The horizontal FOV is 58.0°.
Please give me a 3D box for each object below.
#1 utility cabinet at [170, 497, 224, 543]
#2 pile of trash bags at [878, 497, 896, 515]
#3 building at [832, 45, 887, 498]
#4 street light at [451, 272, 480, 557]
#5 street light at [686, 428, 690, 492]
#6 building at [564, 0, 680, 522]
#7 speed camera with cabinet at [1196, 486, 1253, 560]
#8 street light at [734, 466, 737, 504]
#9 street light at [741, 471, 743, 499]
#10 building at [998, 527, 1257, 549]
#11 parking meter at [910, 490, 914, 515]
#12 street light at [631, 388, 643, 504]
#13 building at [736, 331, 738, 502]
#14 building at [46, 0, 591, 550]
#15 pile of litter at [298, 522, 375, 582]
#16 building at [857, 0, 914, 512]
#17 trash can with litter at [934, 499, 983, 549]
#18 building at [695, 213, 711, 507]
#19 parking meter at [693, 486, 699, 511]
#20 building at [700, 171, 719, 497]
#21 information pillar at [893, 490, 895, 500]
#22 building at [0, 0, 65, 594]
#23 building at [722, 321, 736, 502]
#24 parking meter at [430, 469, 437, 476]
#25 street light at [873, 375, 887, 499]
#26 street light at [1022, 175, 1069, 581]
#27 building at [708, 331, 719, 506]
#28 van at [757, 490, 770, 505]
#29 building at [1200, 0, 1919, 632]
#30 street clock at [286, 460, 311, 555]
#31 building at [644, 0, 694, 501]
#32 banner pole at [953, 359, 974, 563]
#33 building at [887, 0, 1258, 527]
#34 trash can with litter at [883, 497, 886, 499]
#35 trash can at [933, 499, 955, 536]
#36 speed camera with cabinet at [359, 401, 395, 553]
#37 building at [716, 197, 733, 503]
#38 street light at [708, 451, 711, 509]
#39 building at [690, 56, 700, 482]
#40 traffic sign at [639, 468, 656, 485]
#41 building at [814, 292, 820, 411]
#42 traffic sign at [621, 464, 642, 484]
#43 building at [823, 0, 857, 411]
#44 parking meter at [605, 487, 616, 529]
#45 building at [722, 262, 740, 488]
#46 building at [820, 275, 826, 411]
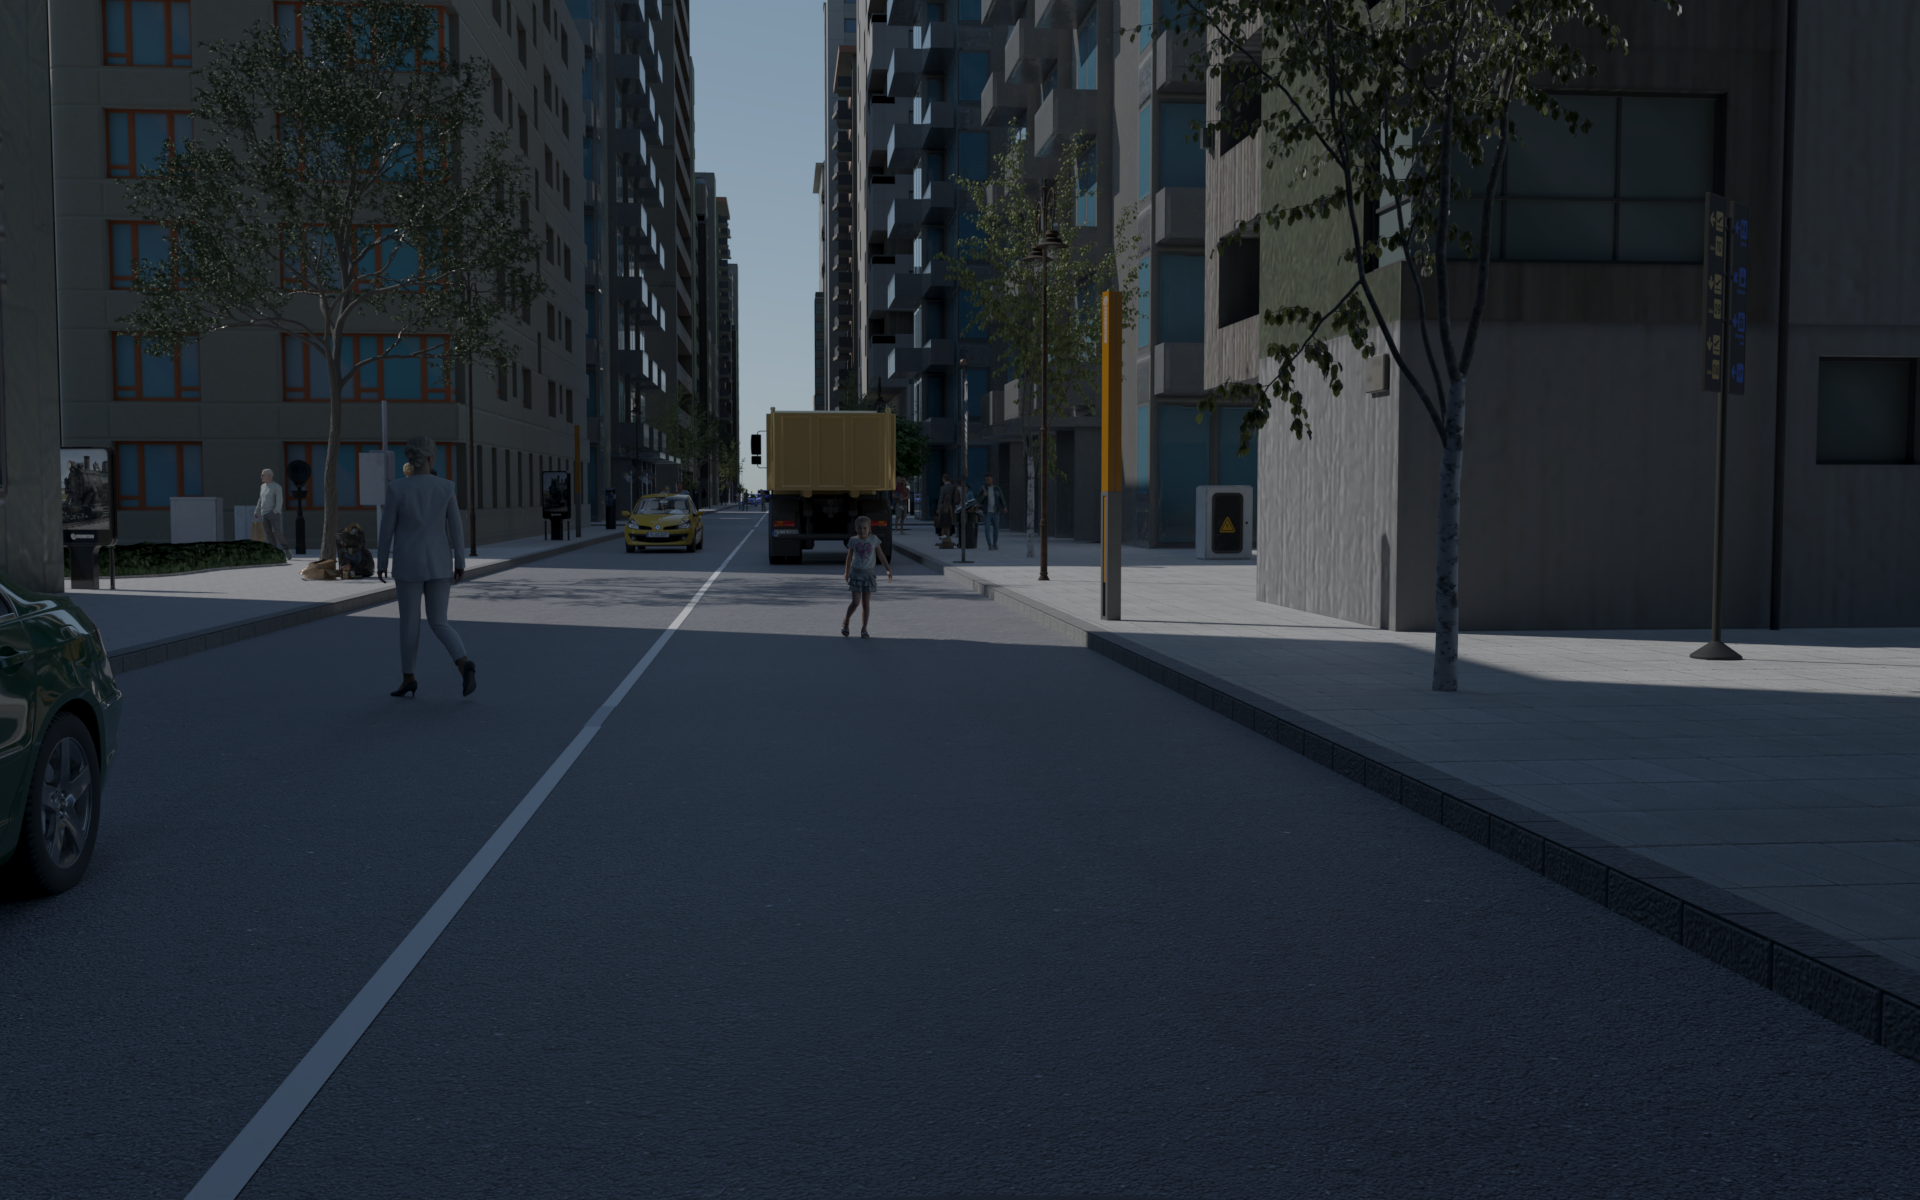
[{"bbox_3d":[-16.019,-1.542,36.380,1.020,1.237,0.306,0,4,5],"label":"utility cabinet"},{"bbox_3d":[-4.086,-6.036,108.436,3.447,1.369,1.912,0,4,-6],"label":"pile of trash bags"},{"bbox_3d":[-1.197,-31.515,169.890,22.147,44.769,28.867,0,4,-6],"label":"building"},{"bbox_3d":[-10.019,-3.834,35.481,0.468,5.910,1.993,0,4,-6],"label":"street light"},{"bbox_3d":[-18.472,-8.865,117.723,0.468,5.910,1.993,0,4,-6],"label":"street light"},{"bbox_3d":[-27.042,-28.691,88.700,23.786,49.044,30.456,0,4,-6],"label":"building"},{"bbox_3d":[5.693,-2.425,33.983,2.038,3.252,0.660,-1,4,-12],"label":"speed camera with cabinet"},{"bbox_3d":[-30.495,-16.051,235.227,0.468,5.910,1.993,0,4,-6],"label":"street light"},{"bbox_3d":[-34.905,-18.633,277.432,0.468,5.910,1.993,0,4,-6],"label":"street light"},{"bbox_3d":[12.595,-26.493,52.766,23.786,49.044,30.456,0,4,-6],"label":"building"},{"bbox_3d":[-2.828,-5.835,103.817,0.372,1.533,0.369,0,3,0],"label":"parking meter"},{"bbox_3d":[-14.104,-6.292,75.656,0.468,5.910,1.993,0,4,-6],"label":"street light"},{"bbox_3d":[-43.757,-31.334,284.008,14.160,30.474,14.107,0,4,-6],"label":"building"},{"bbox_3d":[-27.438,-12.660,52.026,28.899,21.520,27.650,0,4,-6],"label":"building"},{"bbox_3d":[-9.506,-0.753,26.278,1.176,0.858,1.719,1,4,11],"label":"pile of litter"},{"bbox_3d":[6.280,-33.056,129.706,28.713,52.752,27.495,0,4,-6],"label":"building"},{"bbox_3d":[-0.028,-1.788,40.618,1.055,1.170,0.624,-1,4,-18],"label":"trash can with litter"},{"bbox_3d":[-32.119,-24.408,170.769,14.160,30.474,14.107,0,4,-6],"label":"building"},{"bbox_3d":[-17.877,-6.821,117.239,0.399,1.863,0.255,-2,4,-29],"label":"parking meter"},{"bbox_3d":[-37.229,-32.398,213.308,14.154,41.232,14.086,0,4,-6],"label":"building"},{"bbox_3d":[-4.088,-6.499,110.758,0.304,2.012,0.304,0,4,4],"label":"information pillar"},{"bbox_3d":[-19.217,-42.261,3.644,22.319,86.520,31.000,0,4,-6],"label":"building"},{"bbox_3d":[-42.693,-30.435,269.319,14.160,30.474,14.107,0,4,-6],"label":"building"},{"bbox_3d":[-11.502,-1.946,37.523,0.255,1.863,0.399,-3,4,-37],"label":"parking meter"},{"bbox_3d":[-3.140,-5.803,67.671,0.468,5.910,1.993,0,4,-6],"label":"street light"},{"bbox_3d":[1.245,-3.227,25.542,0.468,5.910,1.993,0,4,-6],"label":"street light"},{"bbox_3d":[-41.241,-21.217,191.934,27.650,21.520,28.899,0,4,-6],"label":"building"},{"bbox_3d":[-26.749,-14.173,236.108,2.240,2.365,5.245,0,4,-6],"label":"van"},{"bbox_3d":[10.336,-15.353,22.718,14.160,30.474,14.107,0,4,-6],"label":"building"},{"bbox_3d":[-14.023,-1.970,36.787,0.471,2.002,0.358,-1,4,-13],"label":"street clock"},{"bbox_3d":[-30.312,-30.509,122.523,21.300,48.544,21.600,0,4,-6],"label":"building"},{"bbox_3d":[0.091,-2.566,31.967,0.401,3.779,0.863,0,4,-7],"label":"banner pole"},{"bbox_3d":[11.581,-28.588,87.023,30.456,49.044,23.786,0,4,-6],"label":"building"},{"bbox_3d":[-6.516,-8.451,149.568,1.055,1.170,0.624,3,4,39],"label":"trash can with litter"},{"bbox_3d":[-0.453,-2.517,52.803,0.748,1.137,0.748,0,3,0],"label":"trash can"},{"bbox_3d":[-12.377,-2.637,37.459,0.660,3.252,2.038,0,3,0],"label":"speed camera with cabinet"},{"bbox_3d":[-43.849,-36.231,247.004,22.147,44.769,28.867,0,4,-6],"label":"building"},{"bbox_3d":[-21.957,-10.949,151.810,0.468,5.910,1.993,0,4,-6],"label":"street light"},{"bbox_3d":[-31.219,-28.915,156.362,14.154,41.232,14.086,0,4,-6],"label":"building"},{"bbox_3d":[-13.656,-4.485,75.524,0.795,2.593,0.064,0,4,-6],"label":"traffic sign"},{"bbox_3d":[-13.764,-29.099,247.476,14.160,30.474,14.107,0,4,-6],"label":"building"},{"bbox_3d":[-12.840,-3.999,67.581,0.795,2.593,0.064,0,4,-6],"label":"traffic sign"},{"bbox_3d":[-4.912,-40.134,198.194,21.231,58.520,28.212,0,4,-6],"label":"building"},{"bbox_3d":[-12.687,-3.333,62.901,0.372,1.533,0.369,0,3,0],"label":"parking meter"},{"bbox_3d":[-45.228,-37.580,298.034,14.154,41.232,14.086,0,4,-6],"label":"building"},{"bbox_3d":[-10.167,-27.403,219.744,14.160,30.474,14.107,0,4,-6],"label":"building"}]
